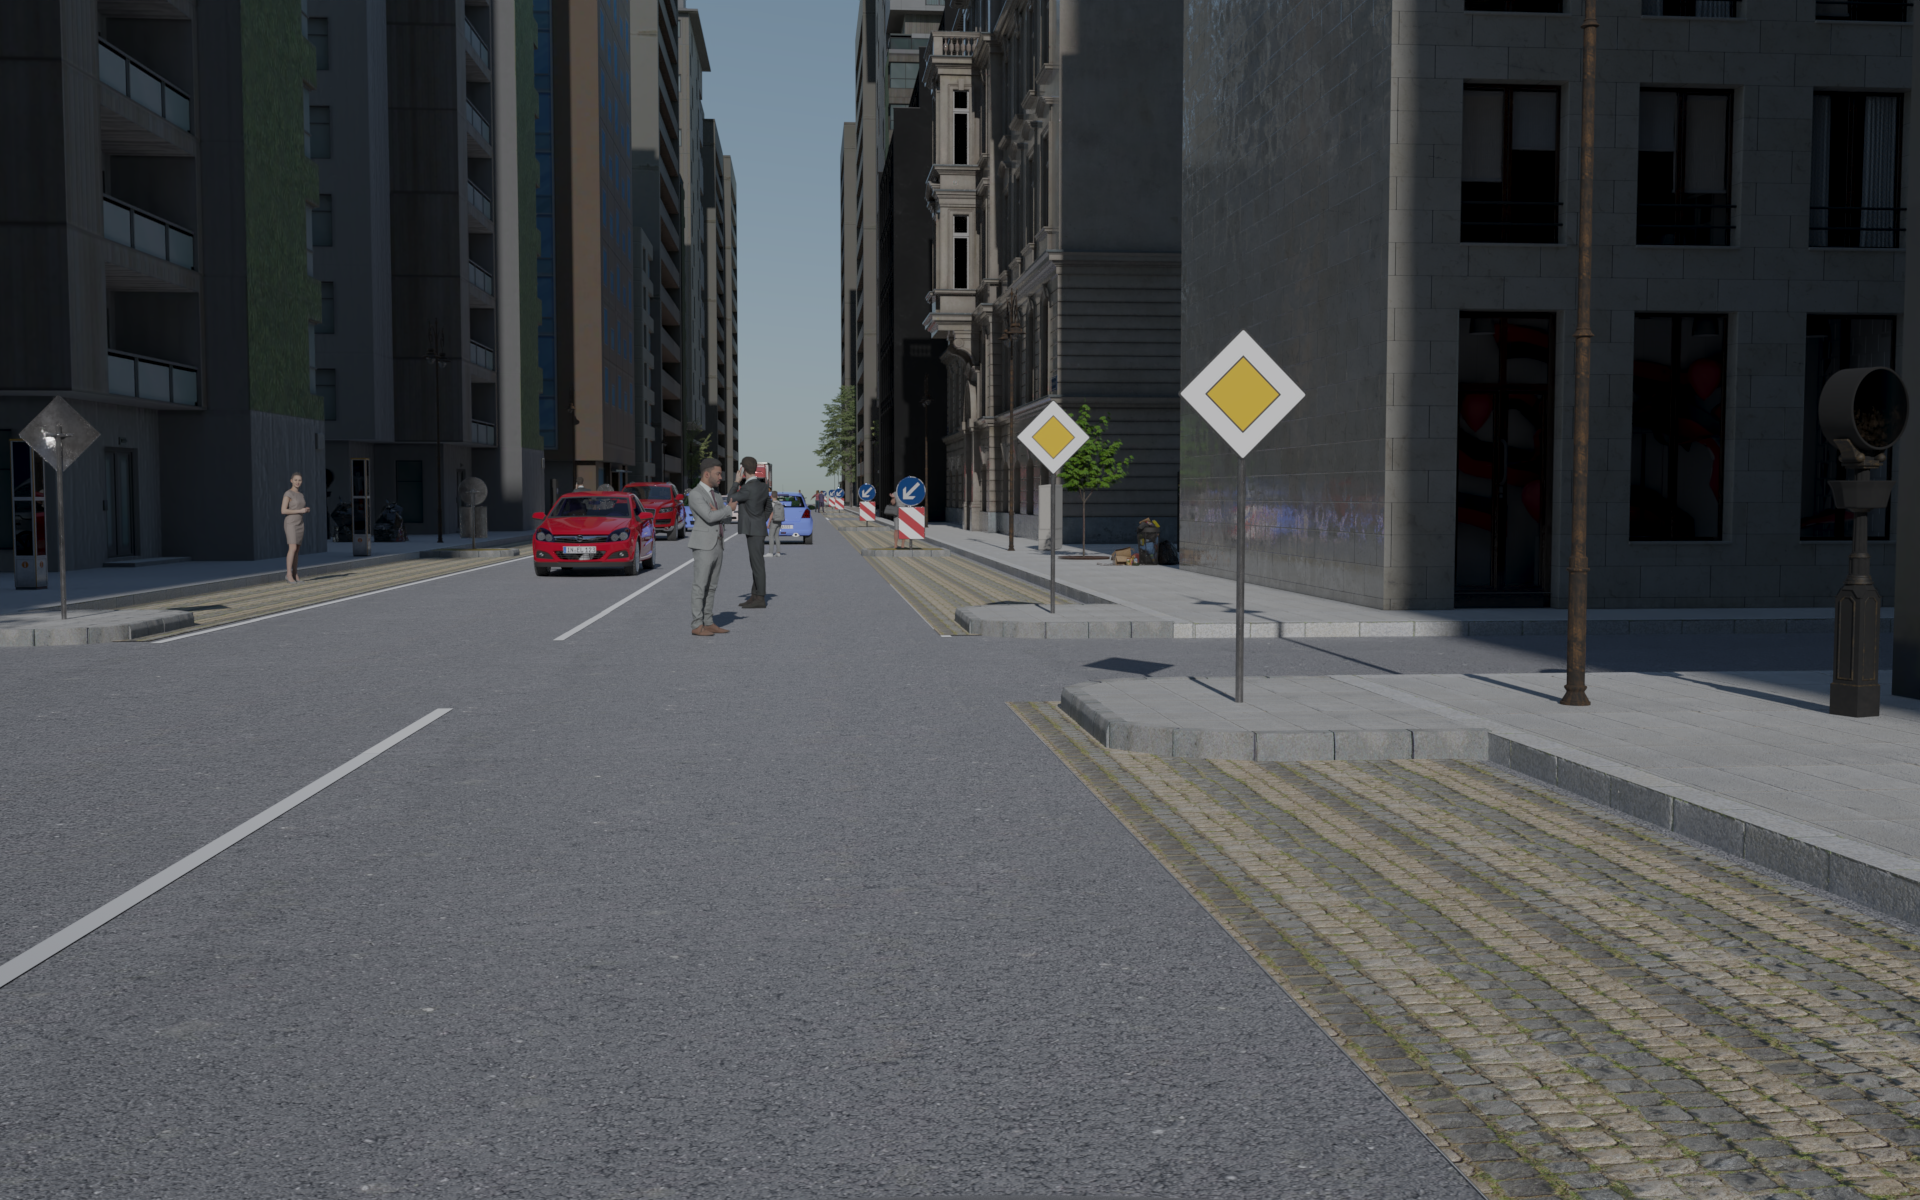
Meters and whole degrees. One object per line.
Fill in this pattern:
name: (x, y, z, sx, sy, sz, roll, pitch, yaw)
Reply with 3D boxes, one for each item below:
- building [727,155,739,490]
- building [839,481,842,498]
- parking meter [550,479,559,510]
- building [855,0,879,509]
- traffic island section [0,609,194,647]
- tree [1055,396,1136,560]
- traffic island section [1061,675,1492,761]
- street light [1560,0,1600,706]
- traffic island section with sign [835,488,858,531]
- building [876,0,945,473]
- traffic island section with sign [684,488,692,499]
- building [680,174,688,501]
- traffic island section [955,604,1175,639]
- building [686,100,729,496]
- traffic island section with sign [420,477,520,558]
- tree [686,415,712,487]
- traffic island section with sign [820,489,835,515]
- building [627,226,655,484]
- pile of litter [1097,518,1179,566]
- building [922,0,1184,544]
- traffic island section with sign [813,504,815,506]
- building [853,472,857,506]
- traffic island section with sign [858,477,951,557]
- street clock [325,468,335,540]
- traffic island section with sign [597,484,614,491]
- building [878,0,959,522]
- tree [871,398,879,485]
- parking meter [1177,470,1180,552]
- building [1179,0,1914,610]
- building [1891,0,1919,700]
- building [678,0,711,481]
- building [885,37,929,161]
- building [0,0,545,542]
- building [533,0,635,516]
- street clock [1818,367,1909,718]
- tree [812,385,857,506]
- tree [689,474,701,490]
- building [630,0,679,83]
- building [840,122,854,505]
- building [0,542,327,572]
building: (-41.223, -37.362, 234.572, 21.300, 48.544, 21.600, 0, 4, -5)
building: (-0.657, -33.561, 240.602, 32.217, 40.220, 23.993, 0, 4, -5)
parking meter: (-15.623, -3.732, 66.724, 0.255, 1.863, 0.399, 0, 4, 2)
building: (1.430, -32.740, 159.004, 21.300, 48.544, 21.600, 0, 4, -5)
traffic island section: (-9.184, 0.279, 17.713, 2.009, 0.180, 2.903, 0, 4, -5)
tree: (2.355, -2.410, 34.008, 1.663, 3.219, 1.824, 0, 3, 0)
traffic island section: (1.739, 0.710, 10.680, 2.009, 0.180, 2.903, 0, 4, -5)
street light: (3.752, -2.299, 10.383, 0.468, 5.910, 1.993, 0, 4, -5)
traffic island section with sign: (-3.752, -3.599, 67.468, 1.989, 1.847, 2.006, 0, 4, -5)
building: (7.431, -33.369, 134.817, 28.713, 52.752, 27.495, 0, 4, -5)
traffic island section with sign: (-18.157, -6.581, 116.223, 1.989, 1.847, 2.006, 0, 4, -5)
building: (-31.108, -23.080, 149.060, 14.160, 30.474, 14.107, 0, 4, -5)
traffic island section: (1.016, 0.223, 18.633, 2.009, 0.180, 2.903, 0, 4, -5)
building: (-40.163, -36.032, 212.830, 21.300, 48.544, 21.600, 0, 4, -5)
traffic island section with sign: (-11.198, -1.902, 39.728, 1.989, 1.847, 2.006, 0, 4, -5)
tree: (-25.411, -12.978, 162.548, 4.737, 8.622, 4.395, 0, 3, 0)
traffic island section with sign: (-8.308, -6.661, 117.538, 1.989, 1.847, 2.006, 0, 4, -5)
building: (-33.855, -15.928, 105.466, 27.650, 21.520, 28.899, 0, 4, -5)
pile of litter: (3.260, -1.069, 31.441, 1.719, 0.858, 1.176, -1, 4, -9)
building: (6.019, -14.783, 60.786, 14.460, 24.649, 34.723, 0, 4, -5)
traffic island section with sign: (-15.813, -11.703, 199.978, 1.989, 1.847, 2.006, 0, 4, -5)
building: (-1.819, -46.272, 194.795, 20.563, 71.187, 20.611, 0, 4, -5)
traffic island section with sign: (-1.288, -1.932, 40.224, 1.989, 1.847, 2.006, 0, 4, -5)
street clock: (-17.875, -2.706, 48.806, 0.471, 2.002, 0.358, 0, 4, -7)
traffic island section with sign: (-13.691, -3.572, 67.028, 1.989, 1.847, 2.006, 0, 4, -5)
building: (2.444, -15.694, 86.282, 12.332, 23.373, 15.834, 0, 4, -5)
tree: (-3.504, -9.324, 102.815, 4.737, 8.622, 4.395, 0, 3, 0)
parking meter: (4.950, -1.982, 38.112, 0.255, 1.863, 0.399, 2, 4, 26)
building: (12.574, -10.376, 24.398, 16.860, 20.320, 10.420, 0, 4, -5)
building: (17.504, -23.021, 0.102, 21.300, 48.544, 21.600, 0, 4, -5)
building: (-41.827, -36.587, 187.430, 28.713, 52.752, 27.495, 0, 4, -5)
building: (2.018, -20.945, 114.159, 14.160, 30.474, 14.107, 0, 4, -5)
building: (-21.909, -22.787, 56.159, 14.154, 41.232, 14.086, 0, 4, -5)
building: (-22.554, -26.181, 78.169, 14.600, 45.320, 14.200, 0, 4, -5)
street clock: (5.186, -0.331, 9.983, 0.471, 2.002, 0.358, -2, 4, -24)
tree: (-11.555, -16.067, 180.828, 7.486, 12.596, 7.792, 0, 3, 0)
tree: (-25.498, -10.649, 168.714, 1.663, 3.219, 1.824, 0, 3, 0)
building: (-32.522, -30.970, 130.068, 21.300, 48.544, 21.600, 0, 4, -5)
building: (-3.999, -36.254, 216.455, 21.300, 48.544, 21.600, 0, 4, -5)
building: (-20.383, -21.166, 29.661, 14.154, 41.232, 14.086, 0, 4, -5)
